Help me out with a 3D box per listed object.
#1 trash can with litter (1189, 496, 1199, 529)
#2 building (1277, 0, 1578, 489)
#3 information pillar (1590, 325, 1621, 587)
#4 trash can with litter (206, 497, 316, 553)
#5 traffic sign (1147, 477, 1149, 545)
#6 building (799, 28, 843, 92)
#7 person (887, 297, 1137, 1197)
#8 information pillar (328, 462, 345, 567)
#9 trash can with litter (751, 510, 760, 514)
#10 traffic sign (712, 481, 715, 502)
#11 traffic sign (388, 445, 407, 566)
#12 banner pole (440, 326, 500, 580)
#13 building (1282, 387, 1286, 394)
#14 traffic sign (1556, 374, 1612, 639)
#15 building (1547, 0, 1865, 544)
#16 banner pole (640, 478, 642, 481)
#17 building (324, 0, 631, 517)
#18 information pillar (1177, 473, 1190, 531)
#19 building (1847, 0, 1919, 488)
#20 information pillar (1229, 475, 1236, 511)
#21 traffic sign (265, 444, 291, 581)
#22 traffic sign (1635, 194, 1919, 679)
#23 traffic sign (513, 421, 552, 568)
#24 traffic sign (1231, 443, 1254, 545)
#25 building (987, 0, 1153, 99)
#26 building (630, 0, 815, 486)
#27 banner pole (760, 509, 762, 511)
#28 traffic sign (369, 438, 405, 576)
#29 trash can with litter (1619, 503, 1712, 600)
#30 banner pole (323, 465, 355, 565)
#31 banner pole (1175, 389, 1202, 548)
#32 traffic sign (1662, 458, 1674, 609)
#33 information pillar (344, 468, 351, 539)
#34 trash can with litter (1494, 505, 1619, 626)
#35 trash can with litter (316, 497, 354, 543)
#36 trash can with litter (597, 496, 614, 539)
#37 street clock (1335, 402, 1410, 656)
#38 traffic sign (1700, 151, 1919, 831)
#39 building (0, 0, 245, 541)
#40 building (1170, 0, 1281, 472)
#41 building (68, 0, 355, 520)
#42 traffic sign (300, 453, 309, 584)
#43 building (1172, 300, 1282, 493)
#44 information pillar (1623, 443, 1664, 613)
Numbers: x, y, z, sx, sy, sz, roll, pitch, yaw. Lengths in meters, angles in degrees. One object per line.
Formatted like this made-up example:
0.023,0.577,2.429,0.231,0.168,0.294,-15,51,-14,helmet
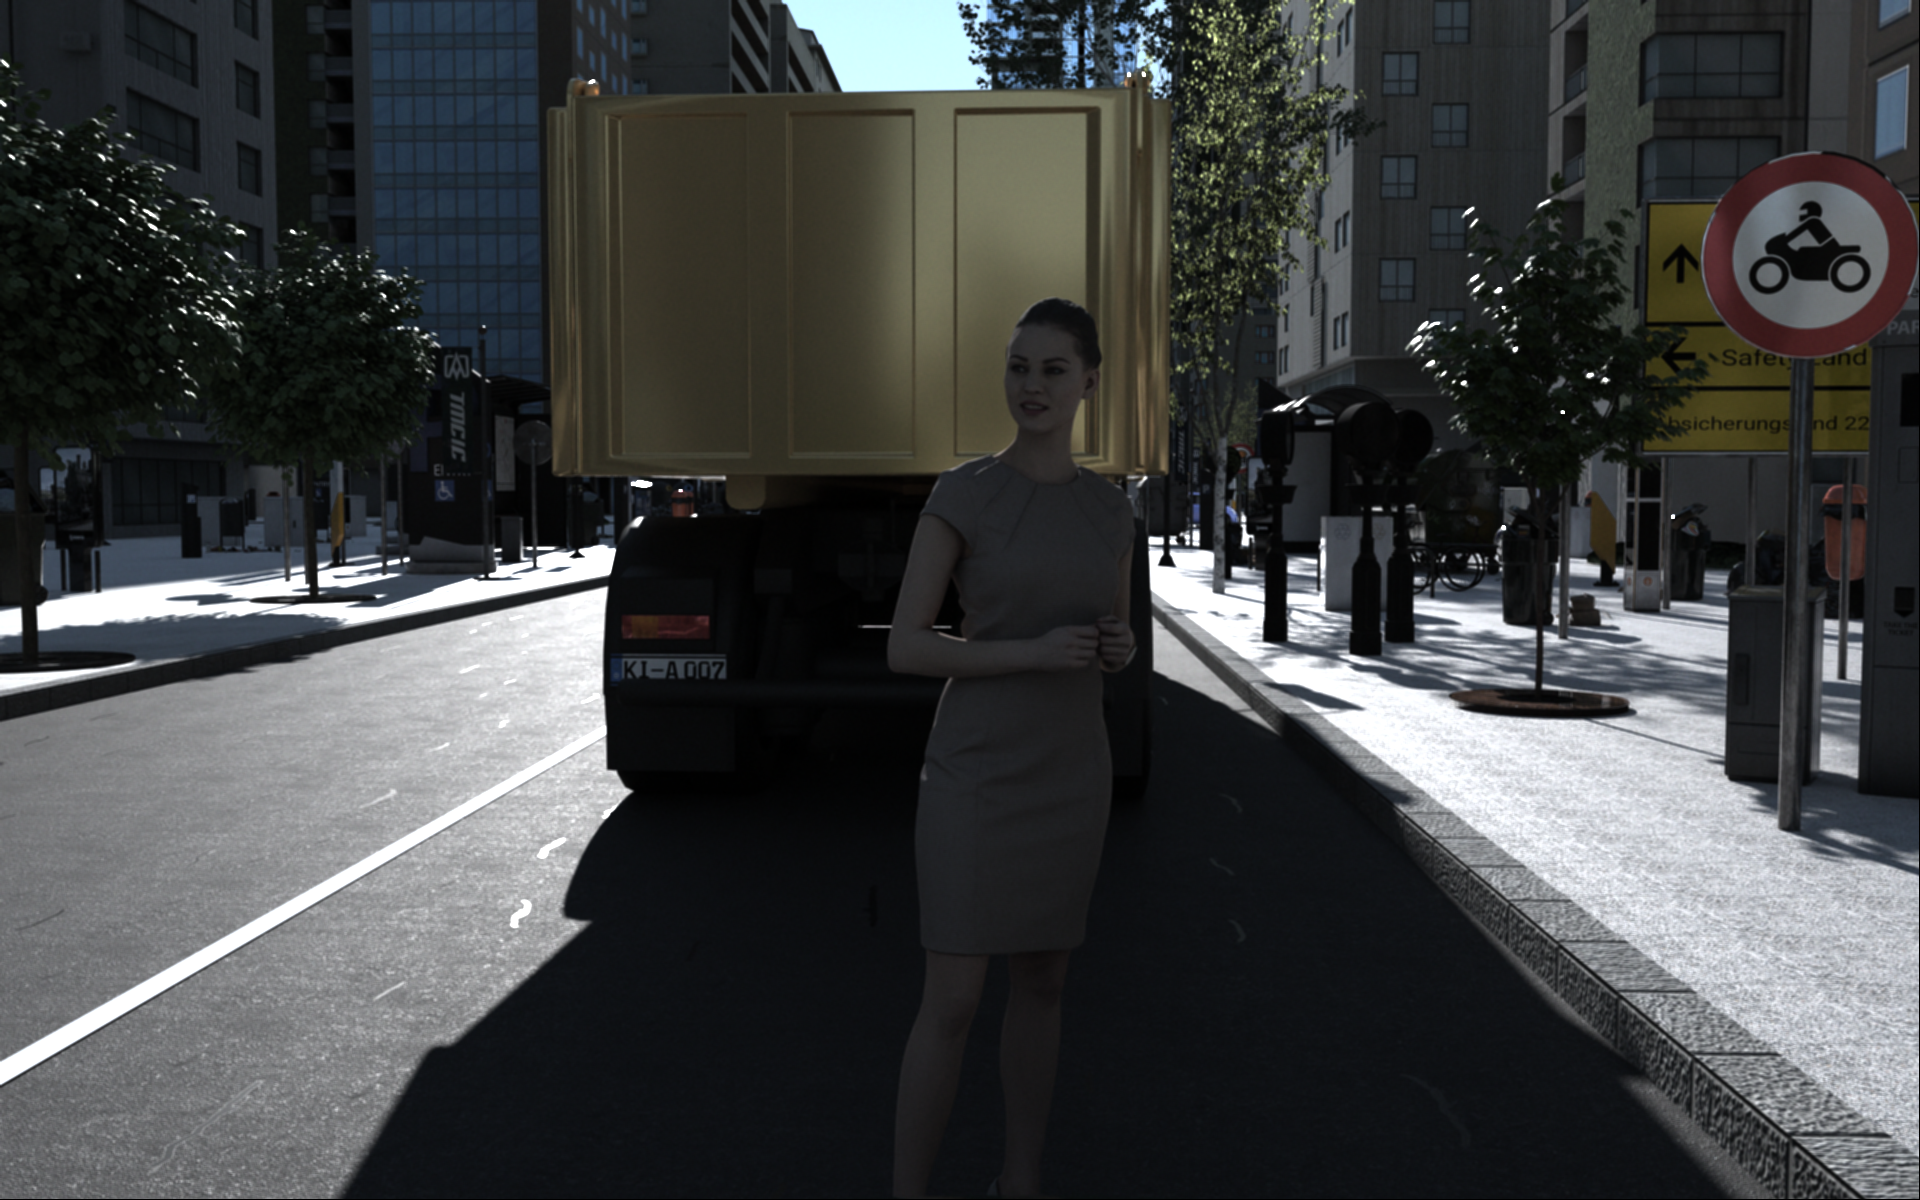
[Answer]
8.713,-3.281,64.707,1.678,1.210,2.233,-3,4,-38,trash can with litter
34.304,-31.514,104.494,27.495,52.752,28.713,0,4,2,building
8.930,-1.993,23.948,0.504,3.616,0.183,-2,4,-35,information pillar
-15.764,-1.665,38.280,2.233,1.210,1.678,0,4,3,trash can with litter
4.561,-2.441,42.035,0.606,2.300,0.079,0,4,4,traffic sign
-28.194,-37.569,203.487,27.495,52.752,28.713,0,4,2,building
0.108,0.351,3.098,0.599,1.781,0.374,-2,4,-27,person
-10.954,-2.387,30.388,0.183,3.616,0.504,-3,4,-37,information pillar
-14.588,-7.280,130.084,2.233,1.210,1.678,-1,4,-8,trash can with litter
-7.361,-3.162,51.797,0.768,2.556,0.104,1,4,11,traffic sign
-9.936,-1.880,30.750,0.884,2.594,0.081,0,4,7,traffic sign
-7.345,-2.195,25.913,0.863,3.779,0.401,0,4,-2,banner pole
32.148,-29.294,129.064,14.600,45.320,14.200,0,4,2,building
5.351,-0.929,15.289,0.768,2.556,0.104,1,4,10,traffic sign
24.291,-22.319,48.510,14.154,41.232,14.086,0,4,2,building
-18.996,-6.840,101.859,0.863,3.779,0.401,-1,4,-21,banner pole
-27.543,-27.566,100.809,14.600,45.320,14.200,0,4,2,building
7.858,-3.455,60.977,0.304,2.012,0.304,-3,4,-37,information pillar
24.301,-23.007,26.269,14.600,45.320,14.200,0,4,2,building
14.186,-6.041,90.130,0.183,3.616,0.504,-2,4,-29,information pillar
-9.887,-1.547,25.402,0.768,2.556,0.104,0,4,7,traffic sign
5.792,-1.103,11.913,2.265,3.308,0.079,0,4,3,traffic sign
-7.396,-1.832,30.058,0.768,2.556,0.104,0,4,8,traffic sign
6.955,-2.625,43.026,0.768,2.556,0.104,0,4,7,traffic sign
15.801,-58.012,261.170,31.000,86.520,22.319,0,4,2,building
-25.748,-33.218,166.821,21.300,48.544,21.600,0,4,2,building
-8.030,-4.775,68.086,0.863,3.779,0.401,1,4,19,banner pole
-9.069,-1.659,27.228,0.768,2.556,0.104,1,4,9,traffic sign
8.577,-0.596,21.127,0.624,1.170,1.055,-3,5,-43,trash can with litter
-11.395,-2.533,31.425,0.863,3.779,0.401,2,4,27,banner pole
5.387,-3.141,41.371,0.863,3.779,0.401,-3,5,-42,banner pole
7.867,-1.169,19.218,0.768,2.556,0.104,1,4,11,traffic sign
-17.484,-2.726,49.068,0.304,2.012,0.304,1,4,18,information pillar
5.838,-0.348,17.070,1.055,1.170,0.624,0,4,7,trash can with litter
-17.301,-2.117,45.674,2.233,1.210,1.678,0,4,-4,trash can with litter
-10.692,-2.382,50.011,1.678,1.210,2.233,1,4,13,trash can with litter
3.239,-0.563,13.776,0.471,2.002,0.358,-1,4,-16,street clock
3.172,-0.394,6.548,0.768,2.556,0.104,1,4,10,traffic sign
-29.854,-17.250,53.740,14.107,30.474,14.160,0,4,2,building
33.734,-46.889,204.894,20.563,71.187,20.611,0,4,2,building
-40.938,-20.172,101.519,14.107,30.474,14.160,0,4,2,building
-9.282,-1.502,24.554,0.884,2.594,0.081,0,4,4,traffic sign
37.352,-20.562,181.223,27.650,21.520,28.899,0,4,2,building
7.431,-0.876,18.815,0.304,2.012,0.304,0,3,0,information pillar
